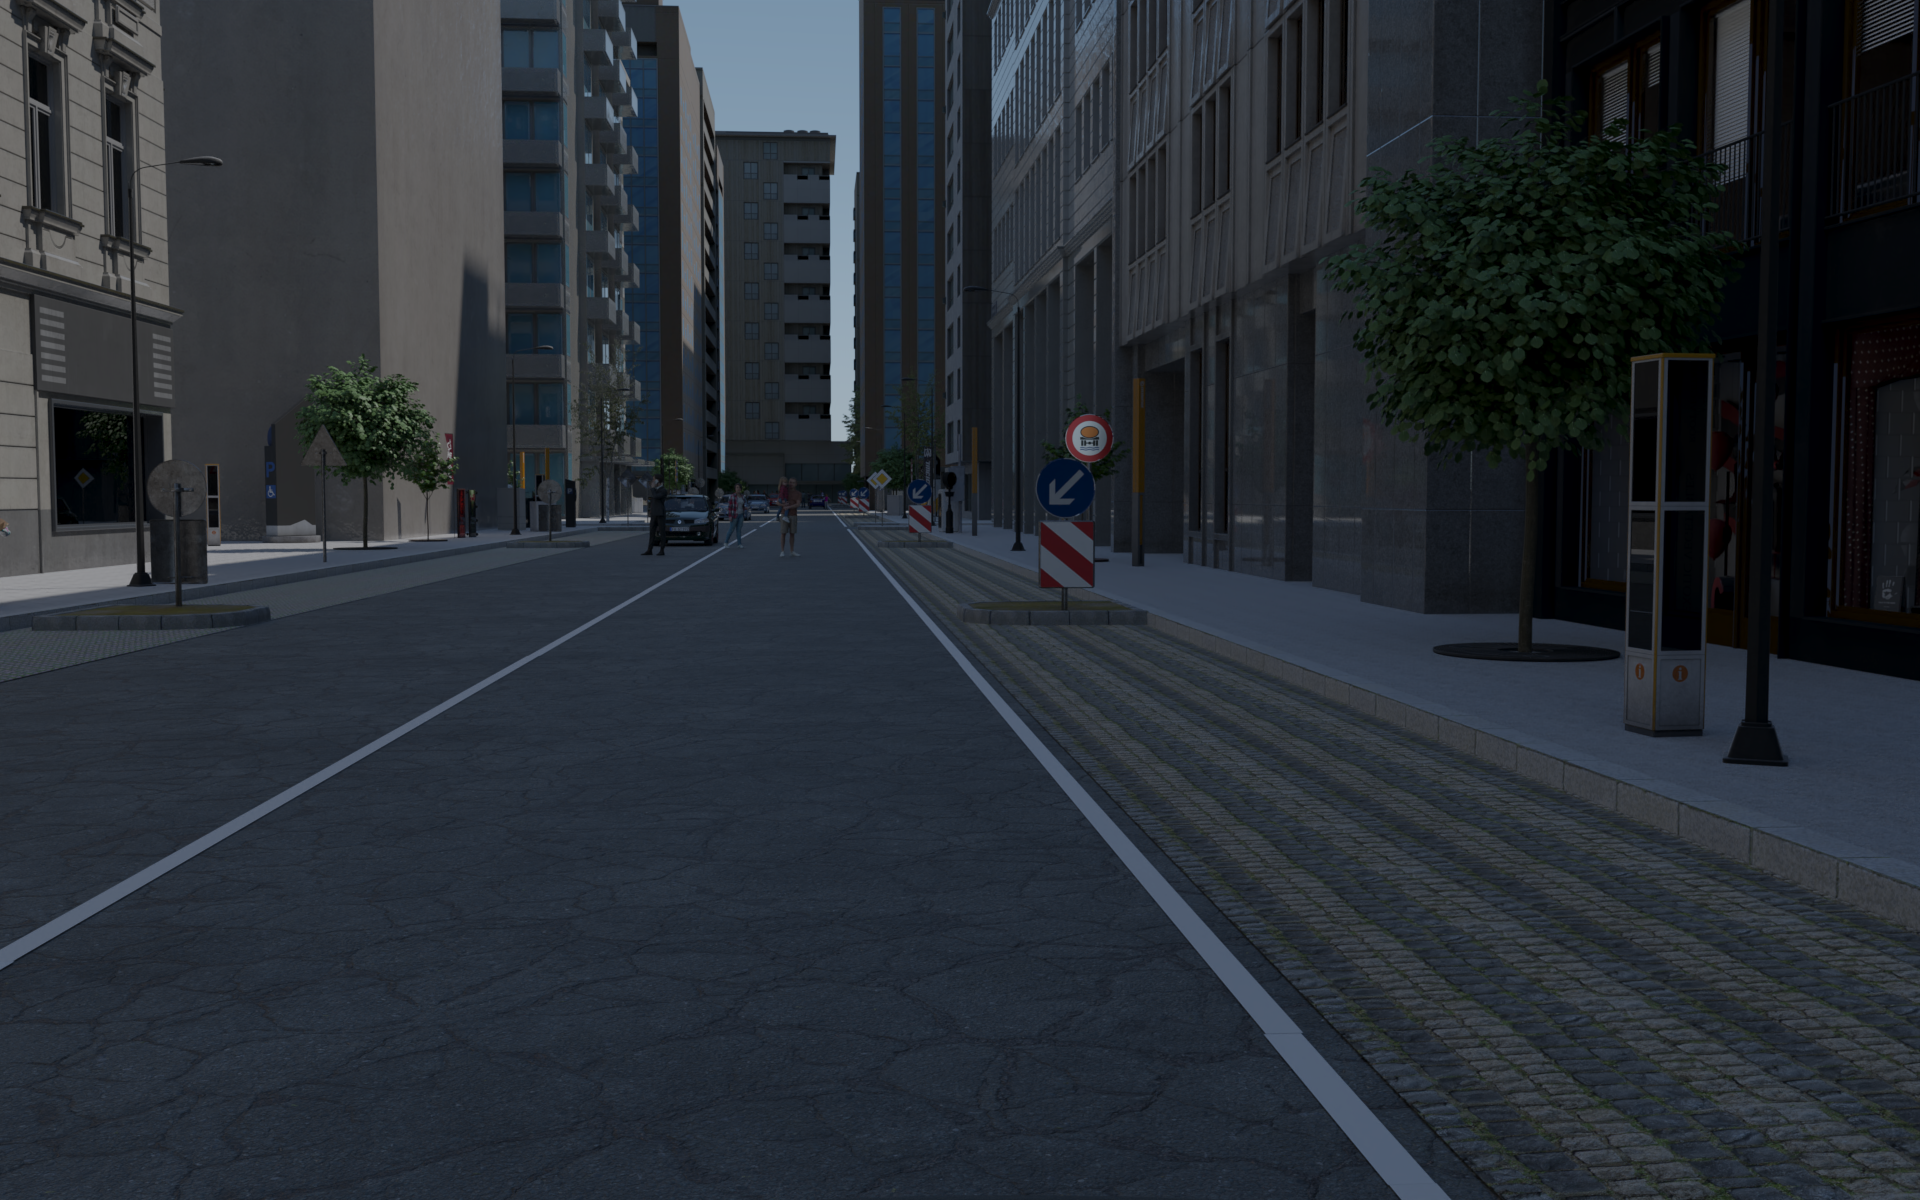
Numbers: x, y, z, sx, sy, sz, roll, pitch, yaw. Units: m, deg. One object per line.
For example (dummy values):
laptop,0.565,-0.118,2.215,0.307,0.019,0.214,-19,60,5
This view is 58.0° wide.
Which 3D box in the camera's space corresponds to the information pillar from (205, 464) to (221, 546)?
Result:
information pillar,-18.404,-2.334,42.656,0.304,2.012,0.304,-2,4,-27

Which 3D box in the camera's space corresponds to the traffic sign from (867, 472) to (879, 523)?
traffic sign,-3.768,-4.499,77.194,0.795,2.450,0.064,0,4,-5

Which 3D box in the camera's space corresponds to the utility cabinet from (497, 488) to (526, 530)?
utility cabinet,-15.871,-3.219,61.316,1.173,1.500,0.318,3,4,36

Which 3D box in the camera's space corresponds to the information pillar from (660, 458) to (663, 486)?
information pillar,-19.112,-7.328,111.171,0.183,3.616,0.504,1,4,9

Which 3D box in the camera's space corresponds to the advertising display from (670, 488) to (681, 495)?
advertising display,-21.240,-7.578,129.115,0.974,1.923,0.123,1,4,14

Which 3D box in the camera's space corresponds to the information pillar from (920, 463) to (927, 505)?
information pillar,-2.790,-8.615,132.204,0.504,3.616,0.183,-1,4,-16

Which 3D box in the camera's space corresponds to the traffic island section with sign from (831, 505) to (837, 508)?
traffic island section with sign,-12.110,-10.421,179.017,1.989,1.847,2.006,0,4,-5

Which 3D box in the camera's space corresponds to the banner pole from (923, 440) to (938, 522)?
banner pole,-1.352,-5.503,79.999,0.863,3.779,0.401,2,4,31

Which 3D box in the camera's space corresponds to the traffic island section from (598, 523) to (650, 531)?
traffic island section,-13.148,-2.827,68.495,2.009,0.180,2.903,0,4,-5

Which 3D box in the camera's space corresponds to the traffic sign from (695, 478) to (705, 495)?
traffic sign,-20.351,-8.289,135.629,0.768,2.556,0.104,0,4,-2

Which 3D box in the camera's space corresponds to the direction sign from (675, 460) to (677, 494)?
direction sign,-18.807,-7.511,114.794,0.379,3.537,0.876,0,4,0

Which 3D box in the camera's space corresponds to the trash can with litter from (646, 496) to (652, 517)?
trash can with litter,-17.174,-5.197,96.350,0.624,1.170,1.055,-1,4,-9

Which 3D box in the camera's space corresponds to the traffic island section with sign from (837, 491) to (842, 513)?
traffic island section with sign,-8.022,-7.382,129.323,1.989,1.847,2.006,0,4,-5

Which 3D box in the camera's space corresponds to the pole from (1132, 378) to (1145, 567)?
pole,3.161,-2.250,30.626,0.158,3.312,0.155,0,3,0

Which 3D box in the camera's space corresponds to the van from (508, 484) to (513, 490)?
van,-20.371,-3.935,71.344,4.112,2.044,2.013,0,4,-6

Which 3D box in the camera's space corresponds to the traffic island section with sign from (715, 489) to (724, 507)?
traffic island section with sign,-17.705,-7.293,127.866,1.989,1.847,2.006,0,4,-5

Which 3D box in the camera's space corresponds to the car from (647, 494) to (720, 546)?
car,-7.800,-2.407,49.144,2.009,1.686,4.222,0,4,-5

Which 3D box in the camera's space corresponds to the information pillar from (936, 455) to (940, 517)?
information pillar,-1.306,-6.505,97.710,0.183,3.616,0.504,3,5,43

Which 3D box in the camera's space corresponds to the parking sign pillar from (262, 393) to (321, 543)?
parking sign pillar,-17.672,-3.498,45.667,1.447,3.967,1.447,2,4,26

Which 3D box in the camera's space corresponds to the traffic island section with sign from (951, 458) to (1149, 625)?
traffic island section with sign,0.991,-0.679,19.733,1.989,1.847,2.006,0,4,-5

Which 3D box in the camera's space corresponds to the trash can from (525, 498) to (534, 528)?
trash can,-16.546,-3.315,65.855,0.748,1.137,0.748,0,3,0

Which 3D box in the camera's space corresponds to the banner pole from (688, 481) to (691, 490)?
banner pole,-23.285,-9.721,148.952,0.401,3.779,0.863,-2,4,-32

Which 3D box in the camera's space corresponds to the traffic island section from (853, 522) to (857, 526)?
traffic island section,-3.745,-3.363,77.273,2.009,0.180,2.903,0,4,-5

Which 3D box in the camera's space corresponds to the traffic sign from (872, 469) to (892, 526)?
traffic sign,-3.113,-4.012,69.236,0.795,2.450,0.064,0,4,-5

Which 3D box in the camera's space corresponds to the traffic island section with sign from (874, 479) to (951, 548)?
traffic island section with sign,-1.237,-2.333,46.770,1.989,1.847,2.006,0,4,-5

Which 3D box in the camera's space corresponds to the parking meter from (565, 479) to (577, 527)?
parking meter,-14.951,-3.722,66.572,0.399,1.863,0.255,0,4,1

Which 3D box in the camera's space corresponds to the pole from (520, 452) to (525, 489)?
pole,-21.221,-5.516,84.023,0.158,3.312,0.155,0,3,0

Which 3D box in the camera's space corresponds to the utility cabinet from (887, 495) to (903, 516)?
utility cabinet,-3.876,-5.620,103.049,1.020,1.237,0.306,3,5,40

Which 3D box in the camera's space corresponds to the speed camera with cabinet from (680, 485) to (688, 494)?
speed camera with cabinet,-21.328,-8.515,133.563,0.660,3.252,2.038,1,4,16

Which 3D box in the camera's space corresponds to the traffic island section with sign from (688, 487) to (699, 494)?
traffic island section with sign,-15.501,-5.650,101.001,1.989,1.847,2.006,0,4,-5

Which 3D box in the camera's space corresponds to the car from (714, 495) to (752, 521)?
car,-12.291,-5.020,94.078,2.014,1.417,4.499,0,4,-3

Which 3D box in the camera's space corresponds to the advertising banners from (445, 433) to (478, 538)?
advertising banners,-14.581,-3.329,50.622,0.090,3.025,2.074,1,4,9

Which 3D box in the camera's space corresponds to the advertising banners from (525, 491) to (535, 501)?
advertising banners,-17.302,-4.389,67.954,2.074,3.025,0.090,-1,4,-13

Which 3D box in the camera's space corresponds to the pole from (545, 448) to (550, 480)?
pole,-18.190,-5.049,76.390,0.158,3.312,0.155,0,3,0

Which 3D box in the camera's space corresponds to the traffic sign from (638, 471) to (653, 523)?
traffic sign,-13.780,-4.450,76.394,0.795,2.450,0.064,0,4,-5

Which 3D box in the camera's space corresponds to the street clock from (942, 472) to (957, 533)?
street clock,-0.341,-3.171,56.412,0.358,2.002,0.471,3,5,41

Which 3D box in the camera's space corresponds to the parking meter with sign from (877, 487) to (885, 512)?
parking meter with sign,-5.711,-7.784,123.529,0.543,3.016,1.738,-1,4,-15

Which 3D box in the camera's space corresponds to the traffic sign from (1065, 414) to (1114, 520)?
traffic sign,2.063,-1.686,27.669,0.768,2.556,0.104,0,4,1

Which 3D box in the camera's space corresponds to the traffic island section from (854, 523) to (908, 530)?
traffic island section,-3.090,-2.877,69.315,2.009,0.180,2.903,0,4,-5

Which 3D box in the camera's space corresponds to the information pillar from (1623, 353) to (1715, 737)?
information pillar,3.771,-0.290,9.227,0.304,2.012,0.304,-1,4,-10

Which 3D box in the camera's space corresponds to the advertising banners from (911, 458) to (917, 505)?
advertising banners,-2.245,-5.390,84.309,0.090,3.025,2.074,-1,4,-8

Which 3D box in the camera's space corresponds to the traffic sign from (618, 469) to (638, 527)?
traffic sign,-13.126,-3.963,68.436,0.795,2.450,0.064,0,4,-5

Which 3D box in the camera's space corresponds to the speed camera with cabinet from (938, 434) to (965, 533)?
speed camera with cabinet,-0.306,-3.893,57.984,0.660,3.252,2.038,-1,4,-10

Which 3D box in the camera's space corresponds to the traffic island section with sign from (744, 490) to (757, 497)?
traffic island section with sign,-21.833,-10.359,178.004,1.989,1.847,2.006,0,4,-5

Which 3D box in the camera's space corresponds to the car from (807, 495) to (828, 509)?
car,-13.781,-9.484,167.651,1.945,1.354,3.894,0,4,-6

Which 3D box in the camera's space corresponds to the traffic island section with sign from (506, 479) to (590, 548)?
traffic island section with sign,-11.012,-2.315,46.485,1.989,1.847,2.006,0,4,-5

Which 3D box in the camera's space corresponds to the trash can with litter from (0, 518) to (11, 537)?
trash can with litter,-11.055,-0.495,19.484,0.624,1.170,1.055,-2,4,-26

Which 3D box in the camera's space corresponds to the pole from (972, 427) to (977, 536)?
pole,0.447,-3.622,53.057,0.158,3.312,0.155,0,3,0

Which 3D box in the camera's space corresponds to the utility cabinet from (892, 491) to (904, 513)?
utility cabinet,-4.185,-6.749,119.020,0.318,1.500,1.173,-3,5,-42

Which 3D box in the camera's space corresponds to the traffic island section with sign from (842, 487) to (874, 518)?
traffic island section with sign,-5.797,-5.726,102.245,1.989,1.847,2.006,0,4,-5

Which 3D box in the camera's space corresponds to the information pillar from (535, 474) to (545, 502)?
information pillar,-15.580,-3.659,64.313,0.304,2.012,0.304,0,4,2

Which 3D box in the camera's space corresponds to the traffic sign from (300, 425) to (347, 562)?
traffic sign,-11.938,-1.987,32.486,0.884,2.594,0.081,0,4,2

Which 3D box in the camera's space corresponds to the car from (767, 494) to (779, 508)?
car,-19.276,-10.524,181.110,2.155,1.783,4.494,0,4,-4

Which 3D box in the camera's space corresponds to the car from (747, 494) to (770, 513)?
car,-15.177,-7.177,129.349,2.014,1.417,4.499,0,4,-3
